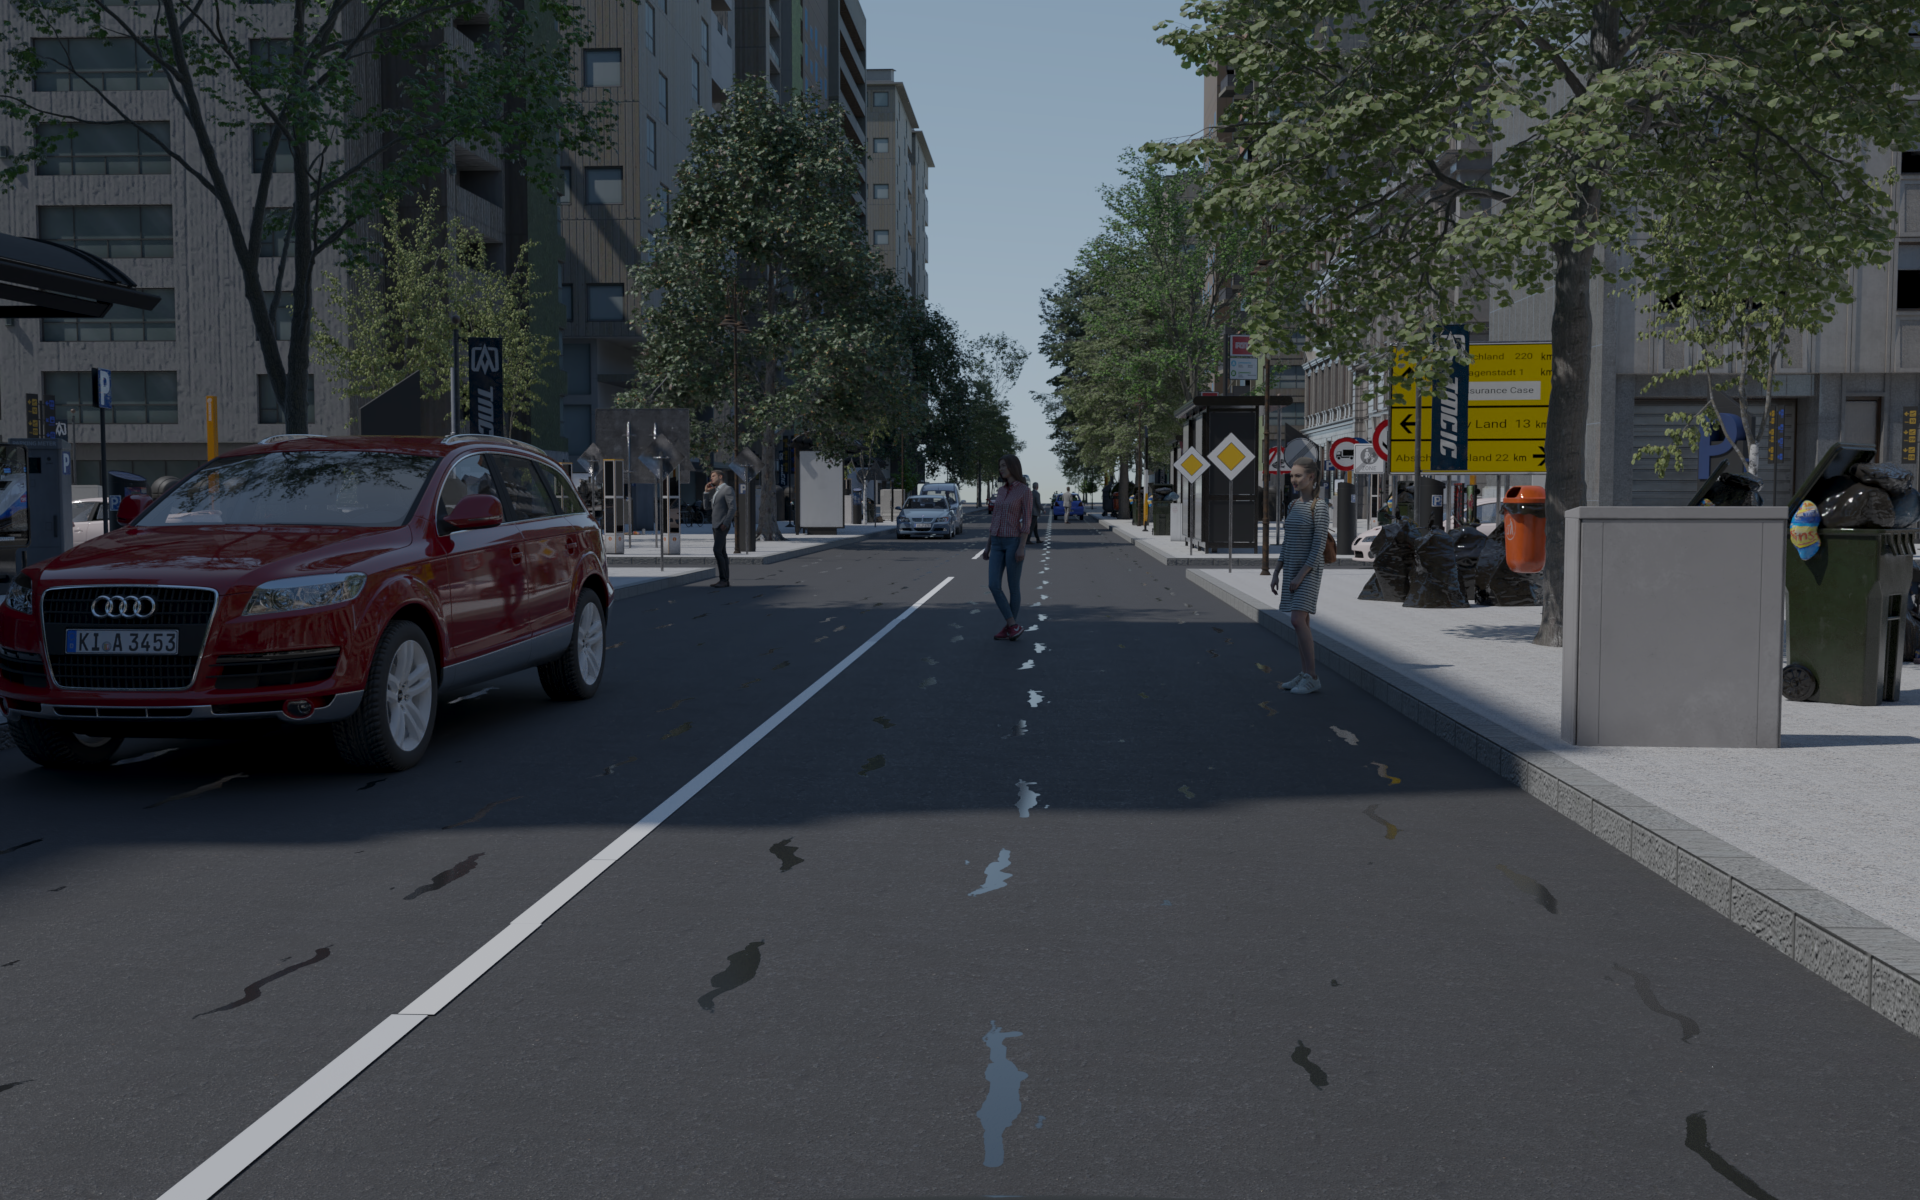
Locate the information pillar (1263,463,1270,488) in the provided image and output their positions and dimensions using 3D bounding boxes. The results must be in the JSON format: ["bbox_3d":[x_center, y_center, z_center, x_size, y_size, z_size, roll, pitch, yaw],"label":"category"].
[{"bbox_3d":[19.299,-7.195,108.992,0.504,3.616,0.183,-1,4,-18],"label":"information pillar"}]

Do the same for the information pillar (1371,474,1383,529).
[{"bbox_3d":[14.499,-3.410,60.238,0.304,2.012,0.304,-3,5,-44],"label":"information pillar"}]

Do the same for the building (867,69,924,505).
[{"bbox_3d":[-20.350,-38.596,220.290,28.713,52.752,27.495,0,4,3],"label":"building"}]

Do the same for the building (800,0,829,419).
[{"bbox_3d":[-17.861,-29.557,133.371,14.600,45.320,14.200,0,4,3],"label":"building"}]

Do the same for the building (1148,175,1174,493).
[{"bbox_3d":[39.224,-38.789,257.898,21.300,48.544,21.600,0,4,3],"label":"building"}]

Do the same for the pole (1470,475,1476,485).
[{"bbox_3d":[15.513,-3.580,52.373,0.158,3.312,0.155,0,3,0],"label":"pole"}]

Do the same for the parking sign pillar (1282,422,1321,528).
[{"bbox_3d":[12.874,-4.687,65.108,1.447,3.967,1.447,0,4,-1],"label":"parking sign pillar"}]

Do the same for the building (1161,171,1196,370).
[{"bbox_3d":[35.140,-36.055,239.602,14.600,45.320,14.200,0,4,3],"label":"building"}]

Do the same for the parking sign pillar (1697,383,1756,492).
[{"bbox_3d":[18.263,-3.232,41.307,1.447,3.967,1.447,-2,4,-26],"label":"parking sign pillar"}]

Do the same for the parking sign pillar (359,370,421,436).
[{"bbox_3d":[-12.344,-2.994,37.430,1.447,3.967,1.447,-3,4,-36],"label":"parking sign pillar"}]

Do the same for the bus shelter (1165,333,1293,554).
[{"bbox_3d":[6.268,-3.883,41.113,2.179,5.291,8.768,0,4,3],"label":"bus shelter"}]

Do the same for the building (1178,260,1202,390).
[{"bbox_3d":[33.647,-26.924,211.908,14.160,30.474,14.107,0,4,3],"label":"building"}]

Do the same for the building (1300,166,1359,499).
[{"bbox_3d":[26.415,-16.118,99.694,11.583,22.565,21.152,0,4,3],"label":"building"}]

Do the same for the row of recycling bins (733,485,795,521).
[{"bbox_3d":[-9.135,-4.587,82.109,3.534,1.692,1.069,-2,4,-27],"label":"row of recycling bins"}]

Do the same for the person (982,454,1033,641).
[{"bbox_3d":[0.453,-0.522,17.051,0.555,1.821,0.388,2,4,34],"label":"person"}]

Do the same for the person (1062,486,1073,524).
[{"bbox_3d":[5.289,-4.614,84.131,0.606,1.804,0.583,3,4,36],"label":"person"}]

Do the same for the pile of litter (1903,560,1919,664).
[{"bbox_3d":[7.635,0.019,13.660,1.176,0.858,1.719,2,4,32],"label":"pile of litter"}]

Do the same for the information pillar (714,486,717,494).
[{"bbox_3d":[-8.051,-3.269,57.947,0.304,2.012,0.304,-1,4,-14],"label":"information pillar"}]

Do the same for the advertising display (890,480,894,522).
[{"bbox_3d":[-3.147,-4.579,80.081,0.123,1.923,0.974,0,4,-5],"label":"advertising display"}]

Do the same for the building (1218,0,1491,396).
[{"bbox_3d":[33.264,-30.009,145.263,22.147,44.769,28.867,0,4,3],"label":"building"}]

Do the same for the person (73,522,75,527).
[{"bbox_3d":[-16.505,-1.378,31.709,0.731,1.740,0.598,1,4,14],"label":"person"}]

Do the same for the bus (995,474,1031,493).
[{"bbox_3d":[4.949,-9.938,157.349,2.948,3.499,13.247,0,4,4],"label":"bus"}]

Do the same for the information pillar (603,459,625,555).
[{"bbox_3d":[-7.330,-1.970,36.701,0.304,2.012,0.304,2,4,28],"label":"information pillar"}]

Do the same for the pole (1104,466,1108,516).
[{"bbox_3d":[8.526,-6.563,101.146,0.158,3.312,0.155,0,3,0],"label":"pole"}]

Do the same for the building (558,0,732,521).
[{"bbox_3d":[-27.569,-30.848,93.596,28.713,52.752,27.495,0,4,3],"label":"building"}]

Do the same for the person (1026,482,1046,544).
[{"bbox_3d":[2.181,-2.488,49.573,0.834,1.777,0.661,-3,5,-42],"label":"person"}]

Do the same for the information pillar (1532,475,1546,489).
[{"bbox_3d":[8.306,-2.017,24.327,0.504,3.616,0.183,1,4,13],"label":"information pillar"}]

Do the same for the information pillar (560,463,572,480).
[{"bbox_3d":[-9.300,-2.212,40.661,0.304,2.012,0.304,3,5,42],"label":"information pillar"}]

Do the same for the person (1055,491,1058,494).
[{"bbox_3d":[12.479,-13.180,223.629,1.348,1.869,0.705,0,4,-4],"label":"person"}]

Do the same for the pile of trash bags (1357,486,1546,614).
[{"bbox_3d":[5.902,-0.613,19.778,1.912,1.369,3.447,0,4,-6],"label":"pile of trash bags"}]

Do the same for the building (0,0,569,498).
[{"bbox_3d":[-22.383,-17.582,59.161,14.160,30.474,14.107,0,4,3],"label":"building"}]

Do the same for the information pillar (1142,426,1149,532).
[{"bbox_3d":[6.356,-4.149,59.198,0.183,3.616,0.504,0,3,0],"label":"information pillar"}]

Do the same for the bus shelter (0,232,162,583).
[{"bbox_3d":[-7.582,-1.063,11.305,2.014,3.302,5.546,0,4,3],"label":"bus shelter"}]

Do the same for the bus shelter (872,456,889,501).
[{"bbox_3d":[-4.937,-5.873,89.954,2.014,3.302,5.546,0,4,3],"label":"bus shelter"}]

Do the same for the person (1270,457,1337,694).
[{"bbox_3d":[2.520,-0.194,12.679,0.522,1.701,0.512,-2,4,-27],"label":"person"}]

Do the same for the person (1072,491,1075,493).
[{"bbox_3d":[8.848,-7.738,136.492,0.593,1.643,0.415,0,4,1],"label":"person"}]

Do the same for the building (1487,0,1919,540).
[{"bbox_3d":[27.257,-14.243,50.902,19.932,24.808,12.078,0,4,3],"label":"building"}]

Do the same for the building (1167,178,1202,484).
[{"bbox_3d":[34.068,-33.153,225.647,14.154,41.232,14.086,0,4,3],"label":"building"}]

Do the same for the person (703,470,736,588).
[{"bbox_3d":[-3.709,-1.103,26.712,0.473,1.802,0.592,-1,4,-15],"label":"person"}]

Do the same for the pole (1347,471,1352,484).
[{"bbox_3d":[15.165,-4.501,67.442,0.158,3.312,0.155,0,3,0],"label":"pole"}]

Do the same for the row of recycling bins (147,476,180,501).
[{"bbox_3d":[-17.834,-2.014,40.044,1.069,1.692,3.534,2,4,35],"label":"row of recycling bins"}]

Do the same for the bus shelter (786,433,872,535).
[{"bbox_3d":[-4.259,-3.833,56.596,2.014,3.302,5.546,0,4,3],"label":"bus shelter"}]

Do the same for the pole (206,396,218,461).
[{"bbox_3d":[-15.556,-2.584,36.097,0.158,3.312,0.155,0,3,0],"label":"pole"}]

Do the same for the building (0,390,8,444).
[{"bbox_3d":[-44.084,-22.848,65.440,23.993,40.220,32.217,0,4,3],"label":"building"}]

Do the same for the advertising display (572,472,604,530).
[{"bbox_3d":[-10.983,-2.793,50.880,0.974,1.923,0.123,0,4,-4],"label":"advertising display"}]

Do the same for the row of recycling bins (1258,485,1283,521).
[{"bbox_3d":[14.446,-4.567,81.775,3.534,1.692,1.069,2,4,28],"label":"row of recycling bins"}]

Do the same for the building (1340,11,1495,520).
[{"bbox_3d":[25.447,-14.385,76.997,13.314,21.916,24.055,0,4,3],"label":"building"}]

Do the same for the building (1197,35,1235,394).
[{"bbox_3d":[30.897,-31.608,166.898,14.600,45.320,14.200,0,4,3],"label":"building"}]

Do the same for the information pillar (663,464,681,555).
[{"bbox_3d":[-6.083,-1.951,36.383,0.304,2.012,0.304,-3,5,-42],"label":"information pillar"}]

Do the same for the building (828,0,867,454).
[{"bbox_3d":[-19.845,-32.267,151.271,21.300,48.544,21.600,0,4,3],"label":"building"}]

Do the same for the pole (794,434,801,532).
[{"bbox_3d":[-5.520,-3.974,58.812,0.158,3.312,0.155,0,3,0],"label":"pole"}]

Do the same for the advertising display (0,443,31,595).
[{"bbox_3d":[-12.184,-1.027,22.005,0.123,1.923,0.974,0,4,7],"label":"advertising display"}]

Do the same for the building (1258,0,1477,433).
[{"bbox_3d":[28.161,-26.932,123.937,14.154,41.232,14.086,0,4,3],"label":"building"}]

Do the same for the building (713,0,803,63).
[{"bbox_3d":[-18.719,-26.643,119.201,14.154,41.232,14.086,0,4,3],"label":"building"}]

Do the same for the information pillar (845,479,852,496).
[{"bbox_3d":[-5.392,-4.800,82.973,0.304,2.012,0.304,-3,4,-36],"label":"information pillar"}]

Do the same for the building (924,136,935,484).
[{"bbox_3d":[-18.639,-40.272,247.681,28.713,52.752,27.495,0,4,3],"label":"building"}]

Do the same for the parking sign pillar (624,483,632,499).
[{"bbox_3d":[-14.451,-5.255,74.393,1.447,3.967,1.447,1,4,13],"label":"parking sign pillar"}]

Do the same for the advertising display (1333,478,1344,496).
[{"bbox_3d":[17.588,-4.588,80.228,0.123,1.923,0.974,3,5,44],"label":"advertising display"}]

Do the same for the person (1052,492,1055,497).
[{"bbox_3d":[12.158,-13.045,222.696,0.541,1.710,0.530,2,4,26],"label":"person"}]
